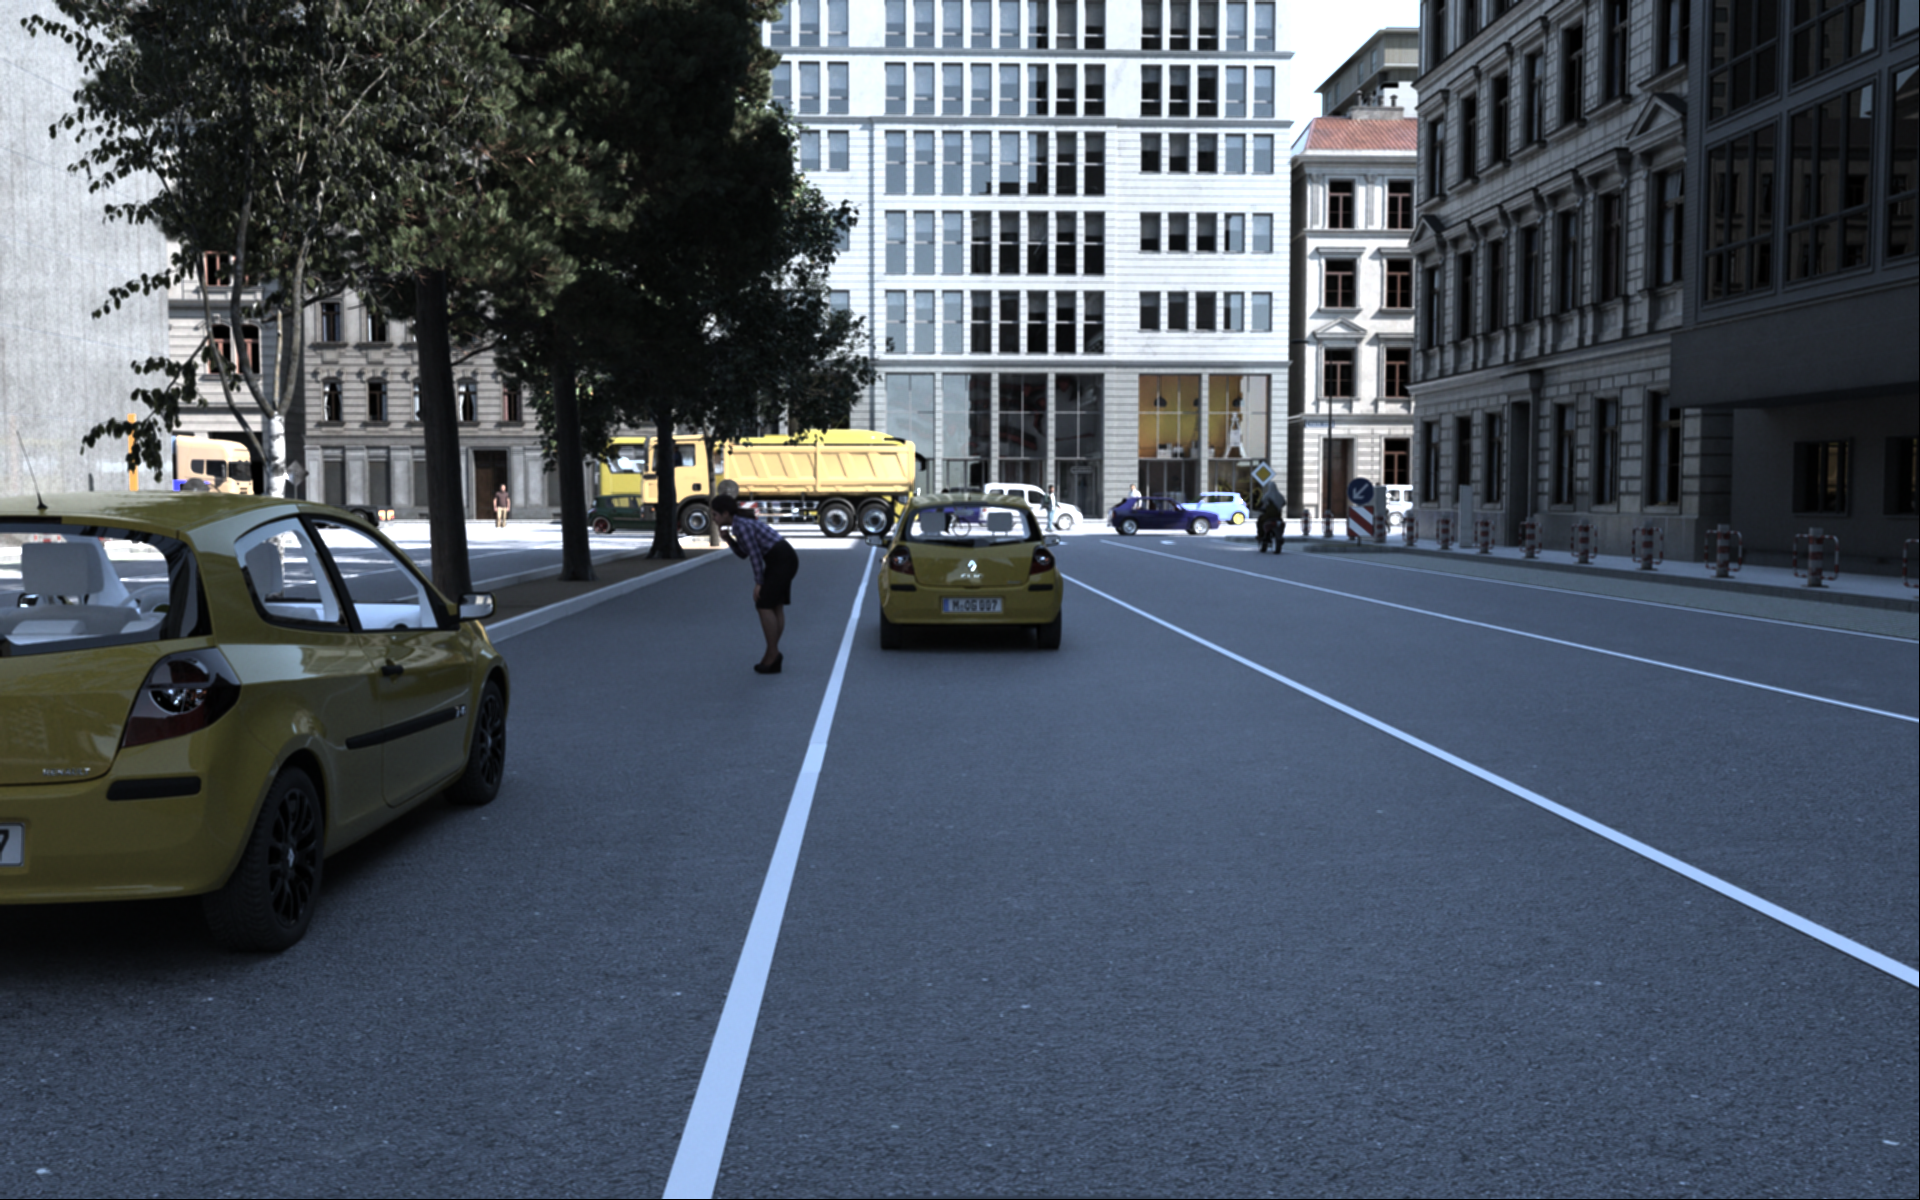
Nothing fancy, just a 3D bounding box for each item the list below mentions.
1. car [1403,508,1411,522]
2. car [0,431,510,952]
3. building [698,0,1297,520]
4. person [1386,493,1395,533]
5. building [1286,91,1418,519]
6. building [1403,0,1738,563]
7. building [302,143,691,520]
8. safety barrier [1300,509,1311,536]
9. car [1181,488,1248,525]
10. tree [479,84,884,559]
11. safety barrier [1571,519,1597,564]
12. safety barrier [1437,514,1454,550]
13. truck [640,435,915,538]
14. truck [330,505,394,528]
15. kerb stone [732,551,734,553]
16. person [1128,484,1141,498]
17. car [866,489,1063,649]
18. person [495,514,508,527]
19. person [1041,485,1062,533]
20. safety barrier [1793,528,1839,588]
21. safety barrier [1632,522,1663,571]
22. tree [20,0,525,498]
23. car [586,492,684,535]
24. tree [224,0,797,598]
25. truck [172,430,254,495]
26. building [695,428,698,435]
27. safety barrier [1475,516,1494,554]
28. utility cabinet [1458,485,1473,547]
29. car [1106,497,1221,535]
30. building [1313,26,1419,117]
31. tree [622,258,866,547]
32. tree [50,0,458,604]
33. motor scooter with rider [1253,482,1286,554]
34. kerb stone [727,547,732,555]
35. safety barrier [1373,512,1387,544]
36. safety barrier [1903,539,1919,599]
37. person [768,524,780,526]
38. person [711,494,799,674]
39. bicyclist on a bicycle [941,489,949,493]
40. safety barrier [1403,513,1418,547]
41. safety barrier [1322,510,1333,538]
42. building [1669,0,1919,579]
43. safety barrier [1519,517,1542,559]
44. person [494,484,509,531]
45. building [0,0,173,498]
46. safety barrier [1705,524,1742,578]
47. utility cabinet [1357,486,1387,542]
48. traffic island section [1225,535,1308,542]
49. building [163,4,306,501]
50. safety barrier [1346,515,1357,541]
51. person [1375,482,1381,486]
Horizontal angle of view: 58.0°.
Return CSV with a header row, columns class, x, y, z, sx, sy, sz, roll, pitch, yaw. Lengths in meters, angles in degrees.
class,x,y,z,sx,sy,sz,roll,pitch,yaw
car,21.833,-3.940,76.426,4.499,1.417,2.014,0,4,-2
car,-2.974,0.208,6.827,2.015,1.641,3.980,0,4,-1
building,1.519,-19.178,91.051,29.804,29.767,11.434,0,4,-2
person,15.425,-3.280,62.854,0.841,1.734,0.376,-2,4,-34
building,26.969,-15.677,92.474,21.152,22.565,11.583,0,4,-2
building,18.071,-10.791,41.054,10.561,19.102,19.286,0,4,-2
building,-23.100,-14.645,88.595,18.267,20.994,9.793,0,4,-2
safety barrier,10.578,-2.366,52.954,0.300,0.817,1.120,0,4,-2
car,11.582,-4.363,80.932,3.694,1.707,1.945,0,4,-3
tree,-6.502,-7.254,38.074,9.611,12.733,9.660,0,3,0
safety barrier,11.437,-1.069,31.752,0.300,0.817,1.120,0,4,-2
safety barrier,11.117,-1.554,39.687,0.300,0.817,1.120,0,4,-2
truck,-6.389,-3.739,57.058,9.791,3.379,3.469,0,4,-1
truck,-33.158,-4.982,71.218,18.799,4.110,2.967,0,4,-4
kerb stone,-5.538,-1.183,41.535,0.120,0.150,1.000,0,4,-2
person,7.145,-3.814,70.709,0.661,1.843,0.795,3,5,42
car,0.048,-0.442,17.448,2.015,1.641,3.980,0,4,-2
person,-20.010,-3.600,75.639,0.655,0.850,0.859,0,4,1
person,3.350,-3.380,64.110,0.721,1.781,0.623,2,4,25
safety barrier,11.759,-0.583,23.804,0.300,0.817,1.120,0,4,-2
safety barrier,11.547,-0.907,29.099,0.300,0.817,1.120,0,4,-2
tree,-5.339,-3.709,13.458,4.360,8.622,3.978,0,3,0
car,-11.386,-3.206,62.204,4.222,1.686,2.009,0,4,-3
tree,-6.534,-7.249,28.405,7.806,13.903,7.818,0,3,0
truck,-36.867,-5.401,77.227,11.283,4.237,2.839,0,4,0
building,-36.419,-26.288,201.503,14.107,30.474,14.160,0,4,-2
safety barrier,11.218,-1.392,37.041,0.300,0.817,1.120,0,4,-2
utility cabinet,12.168,-2.015,41.622,0.318,1.500,1.173,1,4,15
car,7.136,-2.951,60.825,3.894,1.354,1.945,0,4,-2
building,54.823,-37.181,197.149,27.495,52.752,28.713,0,4,-2
tree,-6.616,-6.725,46.831,8.767,10.594,7.601,0,4,-2
tree,-6.285,-6.767,20.518,7.806,13.903,7.818,0,3,0
motor scooter with rider,7.580,-2.026,42.095,0.876,1.779,1.986,0,4,-3
kerb stone,-5.497,-1.119,40.499,0.120,0.150,1.000,0,4,-2
safety barrier,10.903,-1.879,44.992,0.300,0.817,1.120,0,4,-2
safety barrier,11.862,-0.421,21.160,0.300,0.817,1.120,0,4,-2
person,-8.380,-3.973,77.701,0.590,1.304,0.306,0,4,4
person,-1.634,-0.129,13.841,0.697,1.427,0.421,-1,4,-14
bicyclist on a bicycle,-0.445,-2.939,58.066,1.625,1.676,1.499,0,4,0
safety barrier,11.008,-1.717,42.342,0.300,0.817,1.120,0,4,-2
safety barrier,10.683,-2.204,50.310,0.300,0.817,1.120,0,4,-2
building,20.049,-13.806,19.241,14.314,27.812,24.014,0,4,-2
safety barrier,11.327,-1.231,34.397,0.300,0.817,1.120,0,4,-2
person,-17.944,-3.620,67.821,0.598,1.807,0.434,-1,4,-17
building,-32.501,-13.771,43.172,19.932,24.808,12.078,0,4,-2
safety barrier,11.656,-0.745,26.454,0.300,0.817,1.120,0,4,-2
utility cabinet,11.015,-2.308,46.407,0.318,1.500,1.173,-1,4,-12
traffic island section,9.158,-1.837,52.309,2.009,0.180,2.903,0,4,-2
building,-44.814,-18.550,90.686,23.554,28.519,14.401,0,4,-2
safety barrier,10.793,-2.041,47.648,0.300,0.817,1.120,0,4,-2
person,14.240,-3.133,59.573,0.795,1.843,0.661,-1,4,-9
